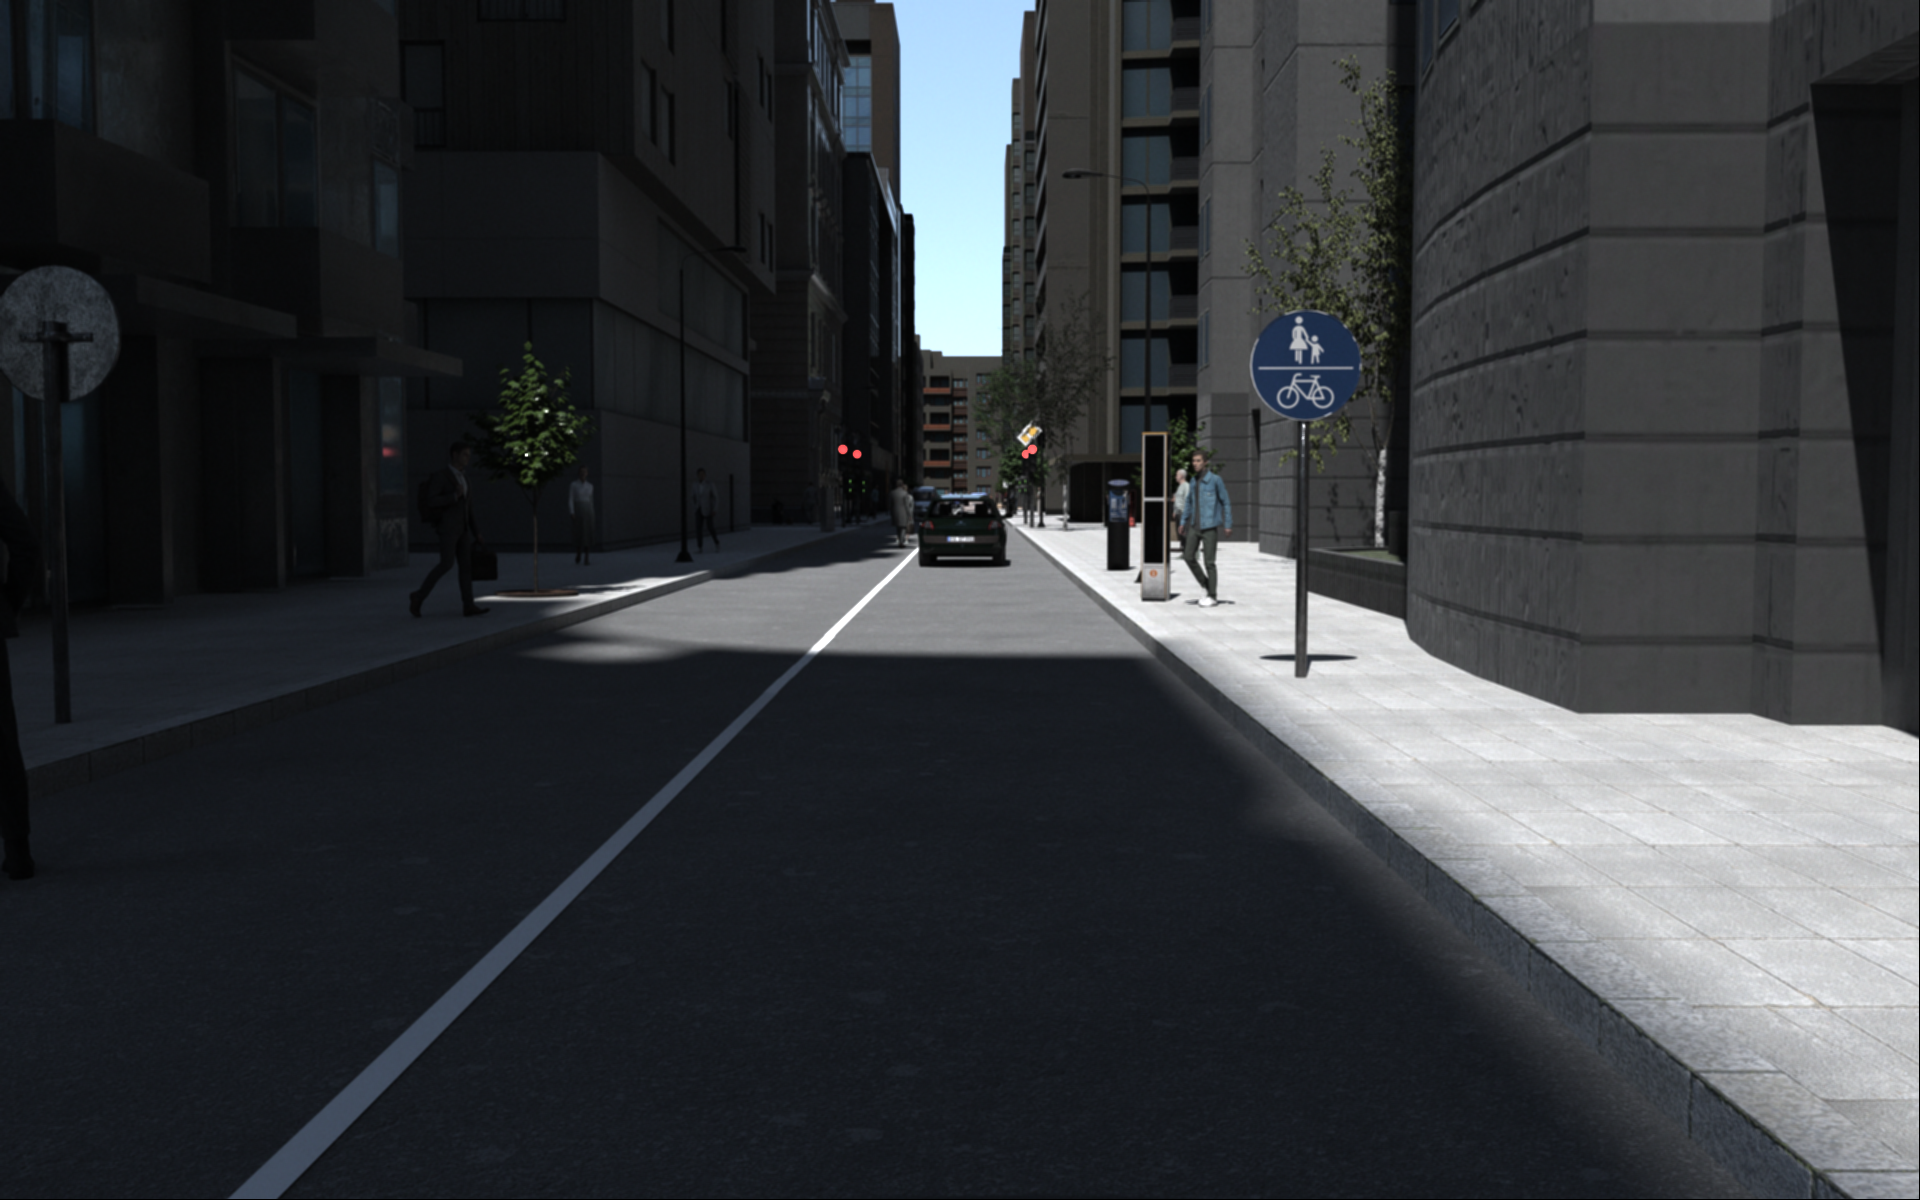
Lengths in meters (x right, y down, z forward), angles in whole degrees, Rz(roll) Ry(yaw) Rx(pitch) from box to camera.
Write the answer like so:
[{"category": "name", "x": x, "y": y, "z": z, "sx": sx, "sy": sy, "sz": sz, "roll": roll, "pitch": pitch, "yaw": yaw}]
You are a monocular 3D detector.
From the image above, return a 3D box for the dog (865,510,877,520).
[{"category": "dog", "x": -4.444, "y": -4.259, "z": 86.463, "sx": 0.406, "sy": 0.507, "sz": 0.540, "roll": 2, "pitch": 4, "yaw": 25}]

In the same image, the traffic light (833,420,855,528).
[{"category": "traffic light", "x": -4.429, "y": -4.724, "z": 66.152, "sx": 0.839, "sy": 4.253, "sz": 0.868, "roll": 0, "pitch": 4, "yaw": 0}]

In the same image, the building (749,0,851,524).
[{"category": "building", "x": -12.625, "y": -18.245, "z": 84.202, "sx": 13.634, "sy": 28.700, "sz": 20.117, "roll": 0, "pitch": 4, "yaw": 0}]

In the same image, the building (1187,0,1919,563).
[{"category": "building", "x": 17.176, "y": -30.848, "z": 46.357, "sx": 21.231, "sy": 58.520, "sz": 28.212, "roll": 0, "pitch": 4, "yaw": 0}]

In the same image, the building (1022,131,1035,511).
[{"category": "building", "x": 12.065, "y": -22.577, "z": 140.839, "sx": 14.160, "sy": 30.474, "sz": 14.107, "roll": 0, "pitch": 4, "yaw": 0}]

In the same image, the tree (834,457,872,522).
[{"category": "tree", "x": -4.781, "y": -5.205, "z": 79.703, "sx": 1.663, "sy": 3.219, "sz": 1.824, "roll": 0, "pitch": 3, "yaw": 0}]

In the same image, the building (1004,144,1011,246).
[{"category": "building", "x": 12.547, "y": -34.652, "z": 216.676, "sx": 14.600, "sy": 45.320, "sz": 14.200, "roll": 0, "pitch": 4, "yaw": 0}]

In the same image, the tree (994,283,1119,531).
[{"category": "tree", "x": 3.419, "y": -6.696, "z": 59.835, "sx": 4.360, "sy": 8.622, "sz": 3.978, "roll": 0, "pitch": 3, "yaw": 0}]

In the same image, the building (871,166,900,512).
[{"category": "building", "x": -11.109, "y": -19.396, "z": 135.153, "sx": 12.078, "sy": 24.808, "sz": 19.932, "roll": 0, "pitch": 4, "yaw": 0}]

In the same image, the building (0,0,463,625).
[{"category": "building", "x": -19.365, "y": -24.258, "z": 16.225, "sx": 23.786, "sy": 49.044, "sz": 30.456, "roll": 0, "pitch": 4, "yaw": 0}]

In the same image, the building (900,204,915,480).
[{"category": "building", "x": -11.697, "y": -24.443, "z": 171.348, "sx": 14.160, "sy": 30.474, "sz": 14.107, "roll": 0, "pitch": 4, "yaw": 0}]

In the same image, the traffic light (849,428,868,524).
[{"category": "traffic light", "x": -4.362, "y": -5.212, "z": 74.137, "sx": 0.839, "sy": 4.253, "sz": 0.868, "roll": 0, "pitch": 4, "yaw": 0}]

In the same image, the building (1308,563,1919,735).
[{"category": "building", "x": 14.120, "y": -28.638, "z": 10.237, "sx": 21.231, "sy": 58.520, "sz": 28.212, "roll": 0, "pitch": 4, "yaw": 0}]

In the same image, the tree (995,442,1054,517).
[{"category": "tree", "x": 3.698, "y": -7.033, "z": 98.702, "sx": 4.285, "sy": 4.588, "sz": 4.351, "roll": 0, "pitch": 3, "yaw": 0}]

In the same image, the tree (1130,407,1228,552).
[{"category": "tree", "x": 4.918, "y": -2.685, "z": 38.506, "sx": 1.663, "sy": 3.219, "sz": 1.824, "roll": 0, "pitch": 3, "yaw": 0}]

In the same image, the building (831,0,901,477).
[{"category": "building", "x": -12.577, "y": -30.989, "z": 156.775, "sx": 14.600, "sy": 45.320, "sz": 14.200, "roll": 0, "pitch": 4, "yaw": 0}]

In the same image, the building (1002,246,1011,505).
[{"category": "building", "x": 11.915, "y": -26.380, "z": 203.006, "sx": 14.160, "sy": 30.474, "sz": 14.107, "roll": 0, "pitch": 4, "yaw": 0}]

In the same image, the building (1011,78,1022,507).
[{"category": "building", "x": 12.112, "y": -29.986, "z": 173.857, "sx": 14.154, "sy": 41.232, "sz": 14.086, "roll": 0, "pitch": 4, "yaw": 0}]

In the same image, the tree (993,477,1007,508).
[{"category": "tree", "x": 3.965, "y": -10.447, "z": 165.411, "sx": 1.663, "sy": 3.219, "sz": 1.824, "roll": 0, "pitch": 3, "yaw": 0}]

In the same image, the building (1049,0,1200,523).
[{"category": "building", "x": 18.946, "y": -26.256, "z": 83.908, "sx": 28.867, "sy": 44.769, "sz": 22.147, "roll": 0, "pitch": 4, "yaw": 0}]

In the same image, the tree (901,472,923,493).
[{"category": "tree", "x": -4.239, "y": -9.468, "z": 149.402, "sx": 1.663, "sy": 3.219, "sz": 1.824, "roll": 0, "pitch": 3, "yaw": 0}]

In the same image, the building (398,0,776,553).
[{"category": "building", "x": -19.919, "y": -28.189, "z": 50.126, "sx": 27.495, "sy": 52.752, "sz": 28.713, "roll": 0, "pitch": 4, "yaw": 0}]

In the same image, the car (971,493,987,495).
[{"category": "car", "x": 1.222, "y": -6.369, "z": 113.728, "sx": 1.945, "sy": 1.707, "sz": 3.694, "roll": 0, "pitch": 4, "yaw": -1}]

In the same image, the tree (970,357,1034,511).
[{"category": "tree", "x": 4.327, "y": -12.516, "z": 130.386, "sx": 9.928, "sy": 11.665, "sz": 9.643, "roll": 0, "pitch": 3, "yaw": 0}]

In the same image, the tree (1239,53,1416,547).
[{"category": "tree", "x": 6.906, "y": -4.790, "z": 28.674, "sx": 4.737, "sy": 8.622, "sz": 4.395, "roll": 0, "pitch": 3, "yaw": 0}]

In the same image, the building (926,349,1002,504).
[{"category": "building", "x": -4.366, "y": -24.629, "z": 247.724, "sx": 28.899, "sy": 21.520, "sz": 27.650, "roll": 0, "pitch": 4, "yaw": 0}]

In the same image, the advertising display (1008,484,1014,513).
[{"category": "advertising display", "x": 3.418, "y": -6.800, "z": 116.395, "sx": 0.123, "sy": 1.923, "sz": 0.974, "roll": 1, "pitch": 4, "yaw": 20}]

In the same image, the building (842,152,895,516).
[{"category": "building", "x": -11.941, "y": -17.801, "z": 110.120, "sx": 14.314, "sy": 24.678, "sz": 30.058, "roll": 0, "pitch": 4, "yaw": 0}]

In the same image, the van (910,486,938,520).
[{"category": "van", "x": -1.952, "y": -5.342, "z": 94.352, "sx": 2.013, "sy": 2.044, "sz": 4.112, "roll": 0, "pitch": 4, "yaw": 1}]

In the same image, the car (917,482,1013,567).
[{"category": "car", "x": 0.082, "y": -1.578, "z": 35.579, "sx": 2.009, "sy": 1.686, "sz": 4.222, "roll": 0, "pitch": 4, "yaw": 2}]

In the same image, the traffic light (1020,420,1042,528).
[{"category": "traffic light", "x": 2.732, "y": -4.721, "z": 66.107, "sx": 0.839, "sy": 4.253, "sz": 0.868, "roll": 0, "pitch": 4, "yaw": 0}]

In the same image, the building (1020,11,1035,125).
[{"category": "building", "x": 12.559, "y": -31.134, "z": 159.159, "sx": 14.600, "sy": 45.320, "sz": 14.200, "roll": 0, "pitch": 4, "yaw": 0}]

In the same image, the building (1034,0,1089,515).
[{"category": "building", "x": 15.961, "y": -30.015, "z": 114.449, "sx": 21.300, "sy": 48.544, "sz": 21.600, "roll": 0, "pitch": 4, "yaw": 0}]

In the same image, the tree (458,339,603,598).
[{"category": "tree", "x": -5.495, "y": -1.664, "z": 21.807, "sx": 1.663, "sy": 3.219, "sz": 1.824, "roll": 0, "pitch": 3, "yaw": 0}]

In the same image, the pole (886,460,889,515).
[{"category": "pole", "x": -4.391, "y": -6.757, "z": 104.323, "sx": 0.158, "sy": 3.312, "sz": 0.155, "roll": 0, "pitch": 3, "yaw": 0}]

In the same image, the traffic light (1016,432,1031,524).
[{"category": "traffic light", "x": 2.799, "y": -5.209, "z": 74.092, "sx": 0.839, "sy": 4.253, "sz": 0.868, "roll": 0, "pitch": 4, "yaw": 0}]

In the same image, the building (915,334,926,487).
[{"category": "building", "x": -19.274, "y": -22.355, "z": 210.547, "sx": 28.899, "sy": 21.520, "sz": 27.650, "roll": 0, "pitch": 4, "yaw": 0}]
